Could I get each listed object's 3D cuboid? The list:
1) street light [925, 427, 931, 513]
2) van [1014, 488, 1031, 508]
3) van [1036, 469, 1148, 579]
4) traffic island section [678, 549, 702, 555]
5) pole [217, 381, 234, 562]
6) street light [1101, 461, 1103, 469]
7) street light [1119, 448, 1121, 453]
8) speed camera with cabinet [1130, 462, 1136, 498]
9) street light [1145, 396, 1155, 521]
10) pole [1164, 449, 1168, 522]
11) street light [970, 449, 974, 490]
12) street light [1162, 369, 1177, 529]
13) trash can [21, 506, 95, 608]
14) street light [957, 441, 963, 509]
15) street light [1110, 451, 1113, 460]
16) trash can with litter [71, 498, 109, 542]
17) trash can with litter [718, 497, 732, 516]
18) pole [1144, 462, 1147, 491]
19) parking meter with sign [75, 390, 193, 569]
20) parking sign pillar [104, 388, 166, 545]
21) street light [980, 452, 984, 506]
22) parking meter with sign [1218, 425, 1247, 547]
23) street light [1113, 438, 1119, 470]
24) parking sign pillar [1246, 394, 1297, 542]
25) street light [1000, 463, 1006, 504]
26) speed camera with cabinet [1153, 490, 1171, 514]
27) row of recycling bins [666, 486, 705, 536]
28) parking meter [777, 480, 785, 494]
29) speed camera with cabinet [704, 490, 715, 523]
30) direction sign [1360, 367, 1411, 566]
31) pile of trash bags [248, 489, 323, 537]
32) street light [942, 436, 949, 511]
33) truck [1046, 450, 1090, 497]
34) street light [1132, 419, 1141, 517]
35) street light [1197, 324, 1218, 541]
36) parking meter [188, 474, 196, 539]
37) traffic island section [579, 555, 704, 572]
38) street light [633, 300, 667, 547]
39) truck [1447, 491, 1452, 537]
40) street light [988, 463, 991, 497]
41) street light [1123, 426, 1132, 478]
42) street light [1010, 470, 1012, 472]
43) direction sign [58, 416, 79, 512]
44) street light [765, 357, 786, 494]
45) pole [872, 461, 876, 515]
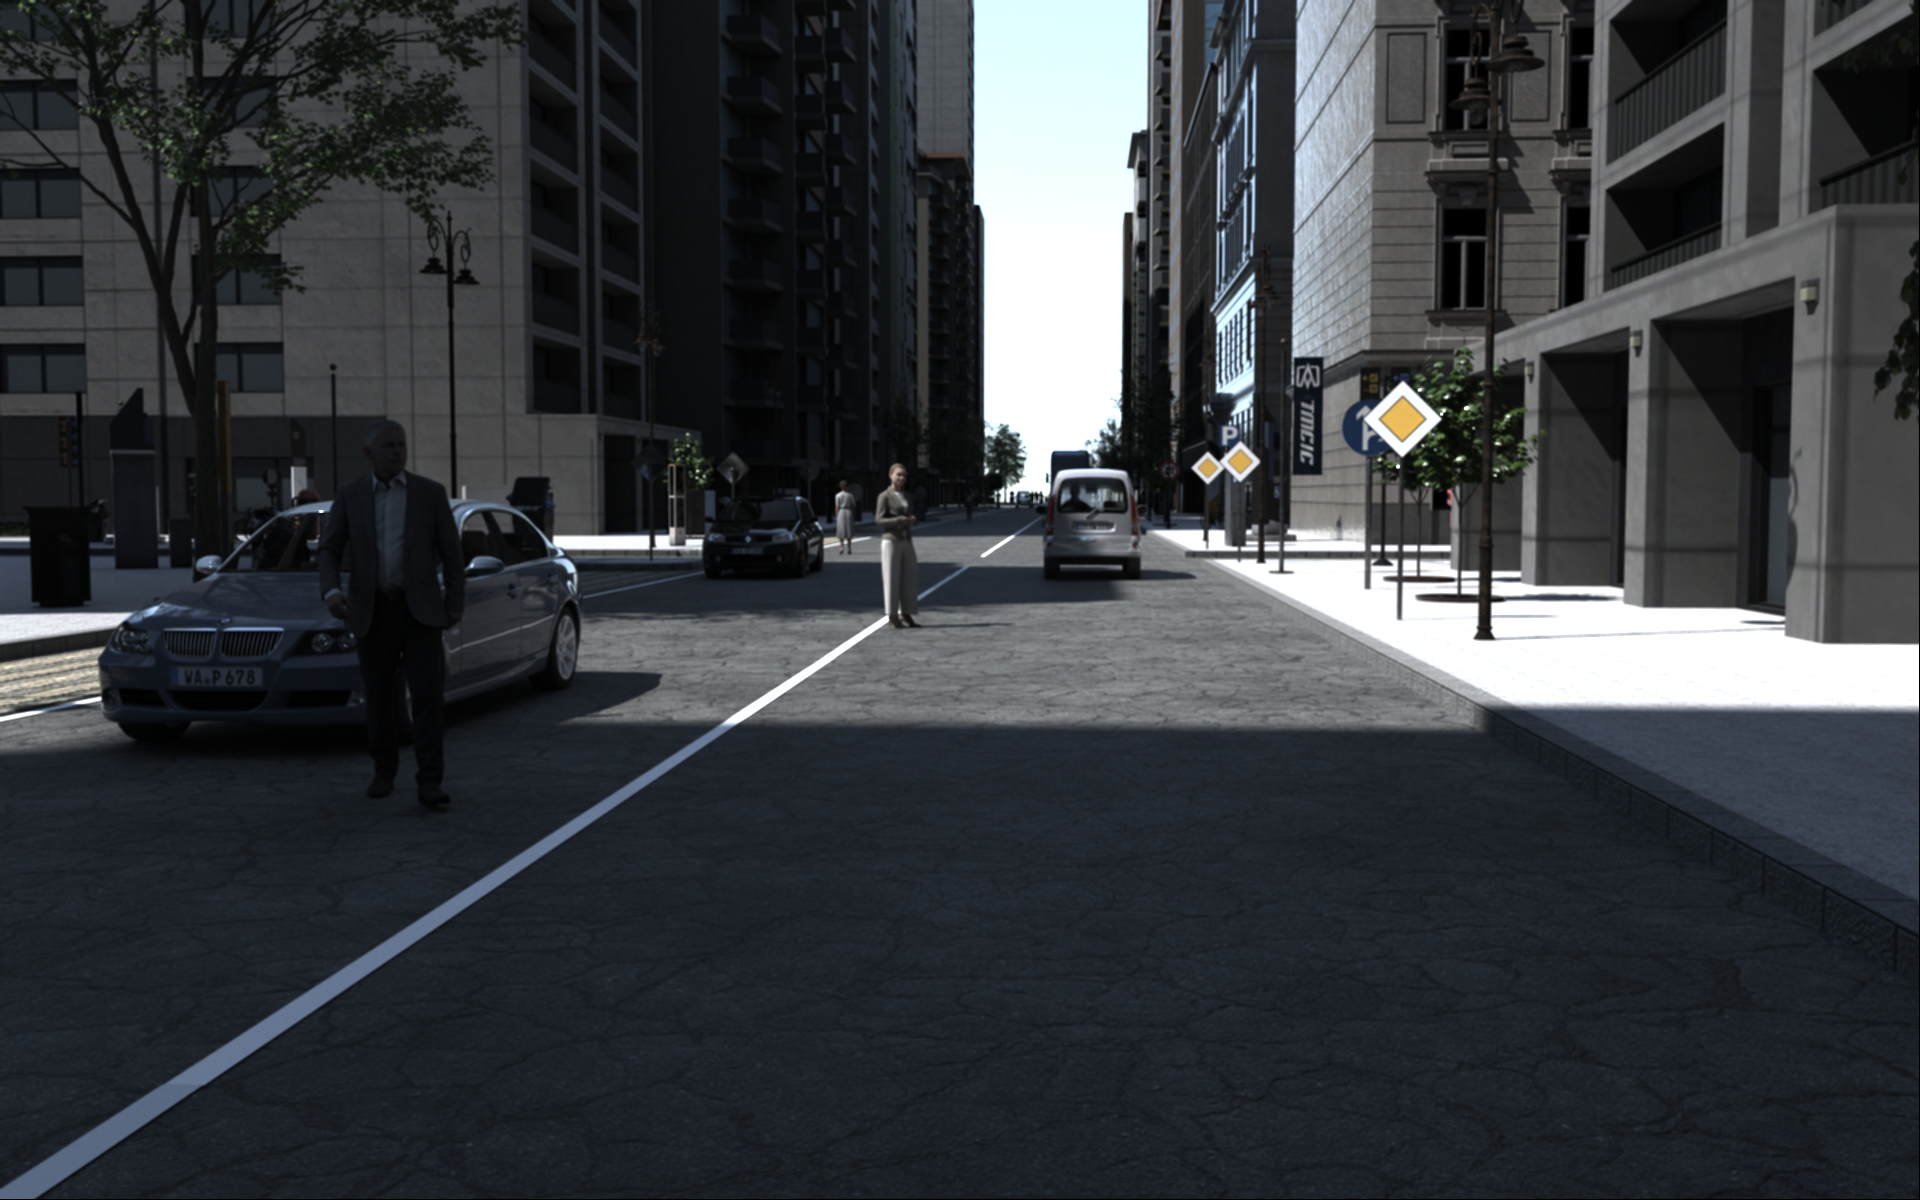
[{"bbox_3d":[-2.279,-8.891,118.161,0.468,5.910,1.993,0,4,4],"label":"street light"},{"bbox_3d":[6.541,-10.488,178.489,2.013,2.044,4.112,0,4,2],"label":"van"},{"bbox_3d":[2.332,-1.446,30.655,2.013,2.044,4.112,0,4,4],"label":"van"},{"bbox_3d":[-5.417,-1.160,41.243,2.009,0.180,2.903,0,4,4],"label":"traffic island section"},{"bbox_3d":[-13.284,-2.293,31.338,0.158,3.312,0.155,0,3,0],"label":"pole"},{"bbox_3d":[20.919,-17.423,257.658,0.468,5.910,1.993,0,4,4],"label":"street light"},{"bbox_3d":[11.894,-9.262,124.224,0.468,5.910,1.993,0,4,4],"label":"street light"},{"bbox_3d":[10.498,-6.898,107.121,0.660,3.252,2.038,1,4,10],"label":"speed camera with cabinet"},{"bbox_3d":[8.945,-6.643,81.406,0.468,5.910,1.993,0,4,4],"label":"street light"},{"bbox_3d":[9.349,-5.178,78.510,0.158,3.312,0.155,0,3,0],"label":"pole"},{"bbox_3d":[1.237,-11.970,168.502,0.468,5.910,1.993,0,4,4],"label":"street light"},{"bbox_3d":[7.757,-5.595,64.259,0.468,5.910,1.993,0,4,4],"label":"street light"},{"bbox_3d":[-10.266,-0.496,19.761,0.748,1.137,0.748,0,3,0],"label":"trash can"},{"bbox_3d":[0.034,-10.939,151.640,0.468,5.910,1.993,0,4,4],"label":"street light"},{"bbox_3d":[14.077,-11.330,158.029,0.468,5.910,1.993,0,4,4],"label":"street light"},{"bbox_3d":[-23.162,-2.116,45.980,1.055,1.170,0.624,1,4,15],"label":"trash can with litter"},{"bbox_3d":[-8.859,-3.377,66.598,0.624,1.170,1.055,-3,4,-37],"label":"trash can with litter"},{"bbox_3d":[11.921,-7.198,111.536,0.158,3.312,0.155,0,3,0],"label":"pole"},{"bbox_3d":[-14.204,-2.052,29.812,1.738,3.016,0.543,-2,4,-29],"label":"parking meter with sign"},{"bbox_3d":[-21.257,-3.427,44.510,1.447,3.967,1.447,2,4,33],"label":"parking sign pillar"},{"bbox_3d":[2.350,-12.989,185.155,0.468,5.910,1.993,0,4,4],"label":"street light"},{"bbox_3d":[6.807,-2.856,42.954,0.543,3.016,1.738,0,4,-1],"label":"parking meter with sign"},{"bbox_3d":[12.905,-10.281,140.883,0.468,5.910,1.993,0,4,4],"label":"street light"},{"bbox_3d":[8.452,-3.589,47.154,1.447,3.967,1.447,3,4,38],"label":"parking sign pillar"},{"bbox_3d":[5.566,-16.006,234.479,0.468,5.910,1.993,0,4,4],"label":"street light"},{"bbox_3d":[12.698,-6.996,108.719,0.660,3.252,2.038,-1,4,-10],"label":"speed camera with cabinet"},{"bbox_3d":[-8.723,-2.944,55.255,1.069,1.692,3.534,-1,4,-16],"label":"row of recycling bins"},{"bbox_3d":[-7.243,-3.917,69.755,0.399,1.863,0.255,0,4,-4],"label":"parking meter"},{"bbox_3d":[-11.829,-5.147,78.485,0.660,3.252,2.038,-3,4,-38],"label":"speed camera with cabinet"},{"bbox_3d":[7.586,-2.385,30.986,0.876,3.537,0.379,0,4,4],"label":"direction sign"},{"bbox_3d":[-11.423,-1.258,30.326,1.912,1.369,3.447,-1,4,-21],"label":"pile of trash bags"},{"bbox_3d":[-1.110,-9.914,134.876,0.468,5.910,1.993,0,4,4],"label":"street light"},{"bbox_3d":[6.514,-6.781,100.630,2.967,4.110,18.799,0,4,2],"label":"truck"},{"bbox_3d":[10.156,-7.666,98.124,0.468,5.910,1.993,0,4,4],"label":"street light"},{"bbox_3d":[6.730,-4.555,47.265,0.468,5.910,1.993,0,4,4],"label":"street light"},{"bbox_3d":[-21.773,-2.663,49.252,0.255,1.863,0.399,-1,4,-21],"label":"parking meter"},{"bbox_3d":[-5.953,-0.672,33.276,2.009,0.180,2.903,0,4,4],"label":"traffic island section"},{"bbox_3d":[-7.393,-4.202,41.485,0.468,5.910,1.993,0,4,4],"label":"street light"},{"bbox_3d":[15.587,-2.925,36.744,11.283,4.237,2.839,0,4,3],"label":"truck"},{"bbox_3d":[3.320,-13.959,201.015,0.468,5.910,1.993,0,4,4],"label":"street light"},{"bbox_3d":[11.282,-8.696,114.969,0.468,5.910,1.993,0,4,4],"label":"street light"},{"bbox_3d":[7.869,-18.042,267.779,0.468,5.910,1.993,0,4,4],"label":"street light"},{"bbox_3d":[-26.057,-3.589,50.685,0.379,3.537,0.876,0,4,6],"label":"direction sign"},{"bbox_3d":[-6.244,-5.255,58.700,0.468,5.910,1.993,0,4,4],"label":"street light"},{"bbox_3d":[-5.251,-6.842,105.712,0.158,3.312,0.155,0,3,0],"label":"pole"}]
